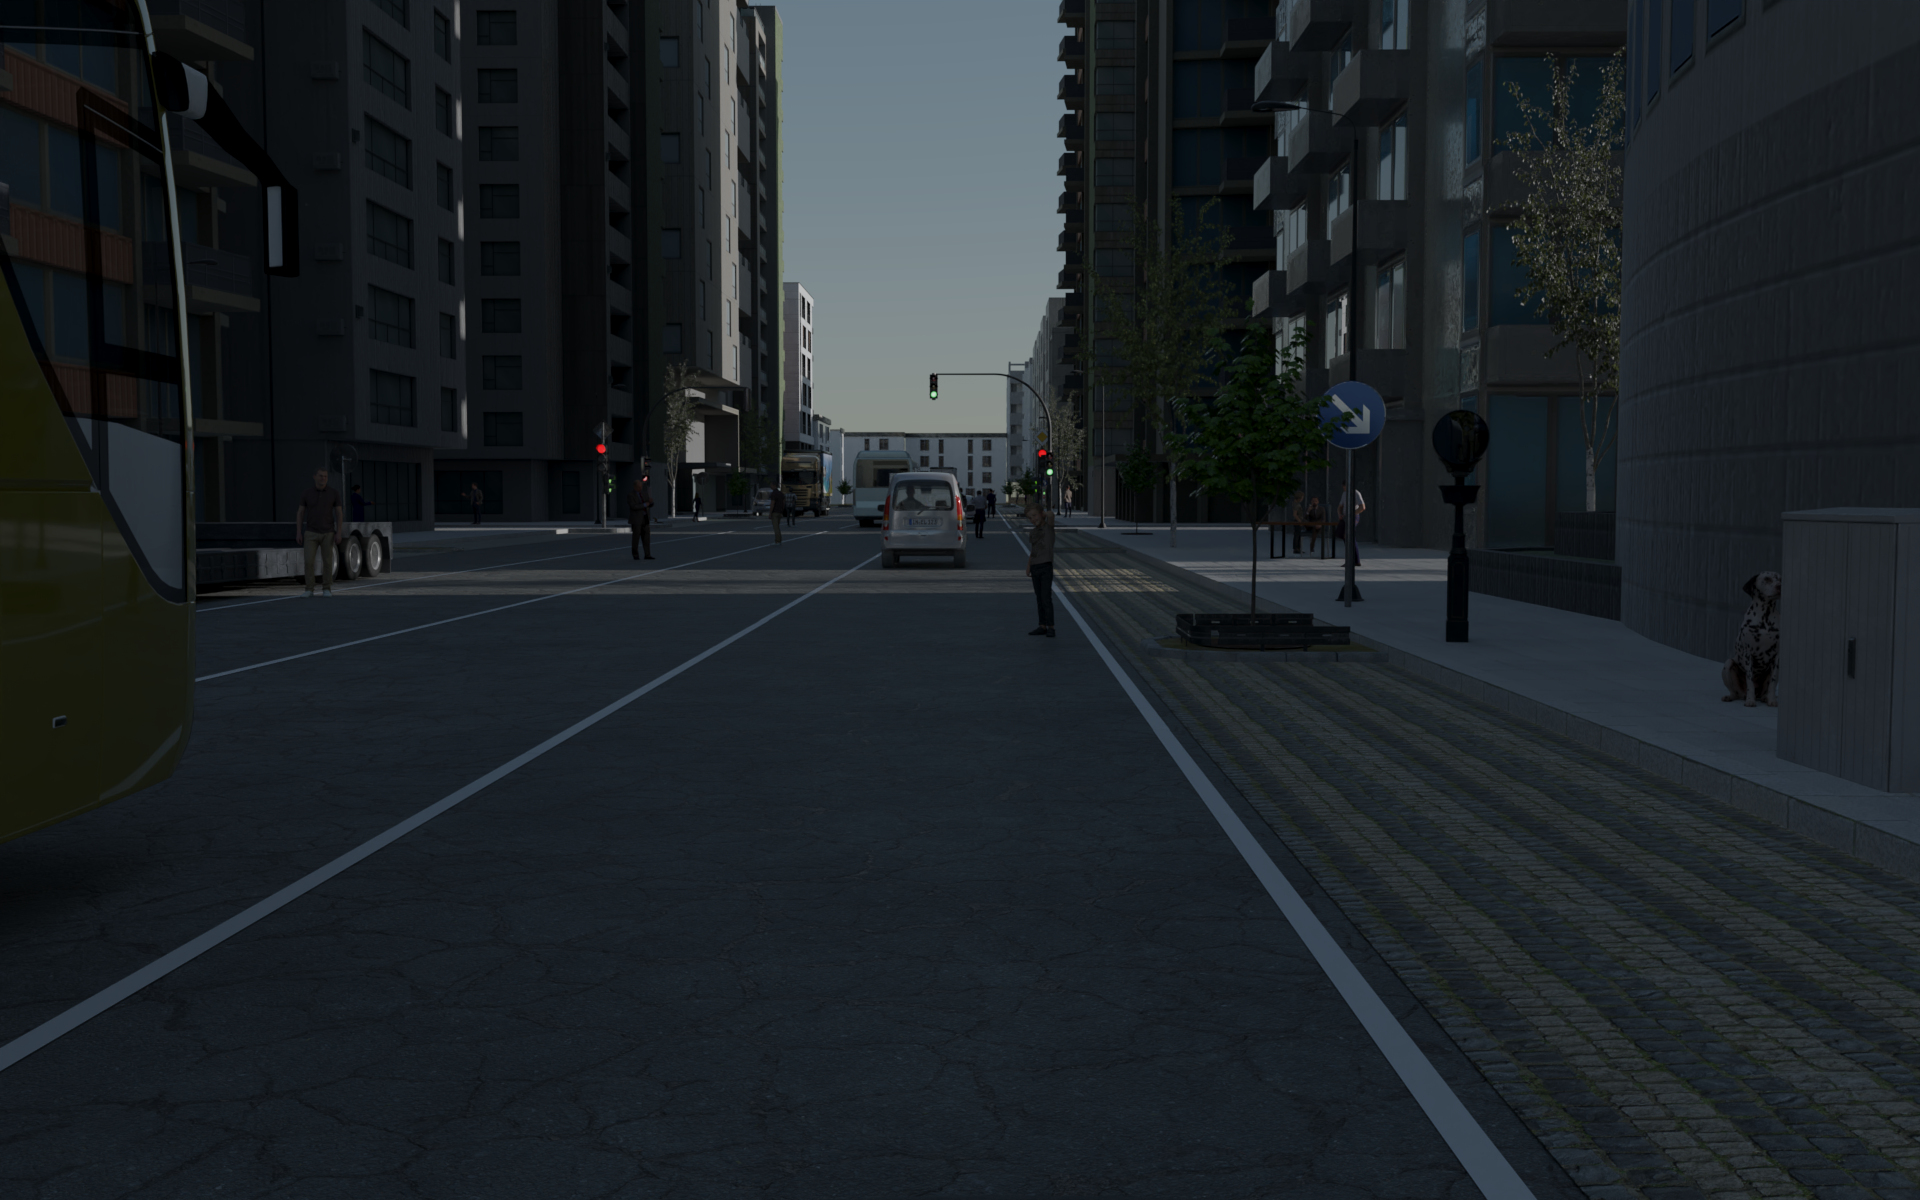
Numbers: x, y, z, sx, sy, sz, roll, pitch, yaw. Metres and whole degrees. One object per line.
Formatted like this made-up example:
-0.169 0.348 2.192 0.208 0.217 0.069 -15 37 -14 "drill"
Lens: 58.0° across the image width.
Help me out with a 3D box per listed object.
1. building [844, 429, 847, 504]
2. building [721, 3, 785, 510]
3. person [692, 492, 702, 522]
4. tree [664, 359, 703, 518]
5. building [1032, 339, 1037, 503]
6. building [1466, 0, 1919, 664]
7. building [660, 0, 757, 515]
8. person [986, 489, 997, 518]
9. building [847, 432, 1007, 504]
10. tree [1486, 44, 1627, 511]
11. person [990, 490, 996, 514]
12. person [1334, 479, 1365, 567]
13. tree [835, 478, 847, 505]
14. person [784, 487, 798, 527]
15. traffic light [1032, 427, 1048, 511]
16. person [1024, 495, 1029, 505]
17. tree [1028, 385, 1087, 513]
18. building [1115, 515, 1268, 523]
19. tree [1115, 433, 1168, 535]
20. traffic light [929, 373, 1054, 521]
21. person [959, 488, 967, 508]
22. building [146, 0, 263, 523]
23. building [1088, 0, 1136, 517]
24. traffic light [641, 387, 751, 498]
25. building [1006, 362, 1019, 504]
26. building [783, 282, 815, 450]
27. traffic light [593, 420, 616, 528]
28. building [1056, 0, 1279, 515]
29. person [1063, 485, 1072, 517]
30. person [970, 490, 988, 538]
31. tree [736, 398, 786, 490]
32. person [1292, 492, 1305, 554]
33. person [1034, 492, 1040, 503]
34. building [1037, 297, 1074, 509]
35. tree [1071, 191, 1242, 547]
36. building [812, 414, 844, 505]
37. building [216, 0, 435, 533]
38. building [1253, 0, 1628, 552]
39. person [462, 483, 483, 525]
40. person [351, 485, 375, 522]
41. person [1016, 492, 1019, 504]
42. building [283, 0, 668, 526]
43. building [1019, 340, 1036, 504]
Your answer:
-29.008 -16.982 219.807 28.070 9.664 9.099 0 4 1 "building"
-22.096 -27.967 140.847 14.154 41.232 14.086 0 4 1 "building"
-13.373 -4.703 87.937 0.480 1.512 0.613 1 4 12 "person"
-15.820 -8.818 94.532 4.360 8.622 3.978 0 3 0 "tree"
17.008 -20.151 195.928 16.747 18.905 31.486 0 4 1 "building"
16.195 -28.632 10.125 21.231 58.520 28.212 0 4 1 "building"
-28.403 -31.964 111.846 28.713 52.752 27.495 0 4 1 "building"
1.870 -5.792 103.900 0.576 1.737 0.504 -1 4 -13 "person"
-7.536 -18.124 238.480 28.070 9.664 9.099 0 4 1 "building"
10.754 -4.800 28.845 4.360 8.622 3.978 0 3 0 "tree"
2.344 -6.926 122.544 0.445 1.727 0.742 1 4 13 "person"
6.892 -1.361 30.514 0.590 1.554 0.614 -2 4 -24 "person"
-14.284 -13.309 212.206 1.663 3.219 1.824 0 3 0 "tree"
-7.352 -4.034 75.184 0.841 1.734 0.376 2 4 32 "person"
3.450 -5.151 73.135 0.839 4.253 0.868 0 4 1 "traffic light"
7.753 -12.159 205.531 0.721 1.739 1.217 -3 5 -40 "person"
6.652 -10.098 115.464 4.360 8.622 3.978 0 3 0 "tree"
21.278 -26.256 83.914 28.867 44.769 22.147 0 4 1 "building"
5.728 -3.677 54.722 1.663 3.219 1.824 0 3 0 "tree"
1.243 -5.527 65.039 4.771 5.953 1.251 0 4 1 "traffic light"
0.069 -4.237 78.601 0.431 1.722 0.655 -1 4 -17 "person"
-28.185 -23.203 34.001 22.147 44.769 28.867 0 4 1 "building"
14.682 -25.704 103.862 14.154 41.232 14.086 0 4 1 "building"
-11.236 -6.036 73.364 4.771 5.953 1.251 0 4 1 "traffic light"
12.236 -23.540 241.293 11.380 20.091 16.016 0 4 1 "building"
-29.443 -19.648 165.218 27.936 21.610 32.646 0 4 1 "building"
-13.444 -4.676 65.375 0.839 4.253 0.868 0 4 1 "traffic light"
18.731 -29.266 133.120 22.147 44.769 28.867 0 4 1 "building"
5.841 -5.419 95.180 0.617 1.759 0.750 -1 4 -23 "person"
0.597 -2.789 56.317 0.614 1.554 0.590 1 4 11 "person"
-15.177 -11.025 130.625 4.737 8.622 4.395 0 3 0 "tree"
7.312 -1.673 37.302 0.340 1.345 0.435 0 4 1 "person"
6.137 -7.927 136.466 0.431 1.722 0.655 -1 4 -23 "person"
16.468 -18.207 164.134 16.747 18.905 31.486 0 4 1 "building"
4.905 -5.564 41.337 4.737 8.622 4.395 0 3 0 "tree"
-19.092 -15.523 195.956 9.099 9.664 28.070 0 4 1 "building"
-24.440 -17.434 56.743 14.107 30.474 14.160 0 4 1 "building"
20.573 -26.178 47.620 23.786 49.044 30.456 0 4 1 "building"
-20.553 -4.062 72.982 0.750 1.759 0.617 -3 5 -43 "person"
-16.043 -2.324 46.417 0.453 1.535 0.546 1 4 21 "person"
7.475 -13.119 221.063 0.750 1.759 0.617 1 4 18 "person"
-22.525 -19.082 83.692 14.160 30.474 14.107 0 4 1 "building"
15.904 -22.103 217.808 16.016 20.091 11.380 0 4 1 "building"
